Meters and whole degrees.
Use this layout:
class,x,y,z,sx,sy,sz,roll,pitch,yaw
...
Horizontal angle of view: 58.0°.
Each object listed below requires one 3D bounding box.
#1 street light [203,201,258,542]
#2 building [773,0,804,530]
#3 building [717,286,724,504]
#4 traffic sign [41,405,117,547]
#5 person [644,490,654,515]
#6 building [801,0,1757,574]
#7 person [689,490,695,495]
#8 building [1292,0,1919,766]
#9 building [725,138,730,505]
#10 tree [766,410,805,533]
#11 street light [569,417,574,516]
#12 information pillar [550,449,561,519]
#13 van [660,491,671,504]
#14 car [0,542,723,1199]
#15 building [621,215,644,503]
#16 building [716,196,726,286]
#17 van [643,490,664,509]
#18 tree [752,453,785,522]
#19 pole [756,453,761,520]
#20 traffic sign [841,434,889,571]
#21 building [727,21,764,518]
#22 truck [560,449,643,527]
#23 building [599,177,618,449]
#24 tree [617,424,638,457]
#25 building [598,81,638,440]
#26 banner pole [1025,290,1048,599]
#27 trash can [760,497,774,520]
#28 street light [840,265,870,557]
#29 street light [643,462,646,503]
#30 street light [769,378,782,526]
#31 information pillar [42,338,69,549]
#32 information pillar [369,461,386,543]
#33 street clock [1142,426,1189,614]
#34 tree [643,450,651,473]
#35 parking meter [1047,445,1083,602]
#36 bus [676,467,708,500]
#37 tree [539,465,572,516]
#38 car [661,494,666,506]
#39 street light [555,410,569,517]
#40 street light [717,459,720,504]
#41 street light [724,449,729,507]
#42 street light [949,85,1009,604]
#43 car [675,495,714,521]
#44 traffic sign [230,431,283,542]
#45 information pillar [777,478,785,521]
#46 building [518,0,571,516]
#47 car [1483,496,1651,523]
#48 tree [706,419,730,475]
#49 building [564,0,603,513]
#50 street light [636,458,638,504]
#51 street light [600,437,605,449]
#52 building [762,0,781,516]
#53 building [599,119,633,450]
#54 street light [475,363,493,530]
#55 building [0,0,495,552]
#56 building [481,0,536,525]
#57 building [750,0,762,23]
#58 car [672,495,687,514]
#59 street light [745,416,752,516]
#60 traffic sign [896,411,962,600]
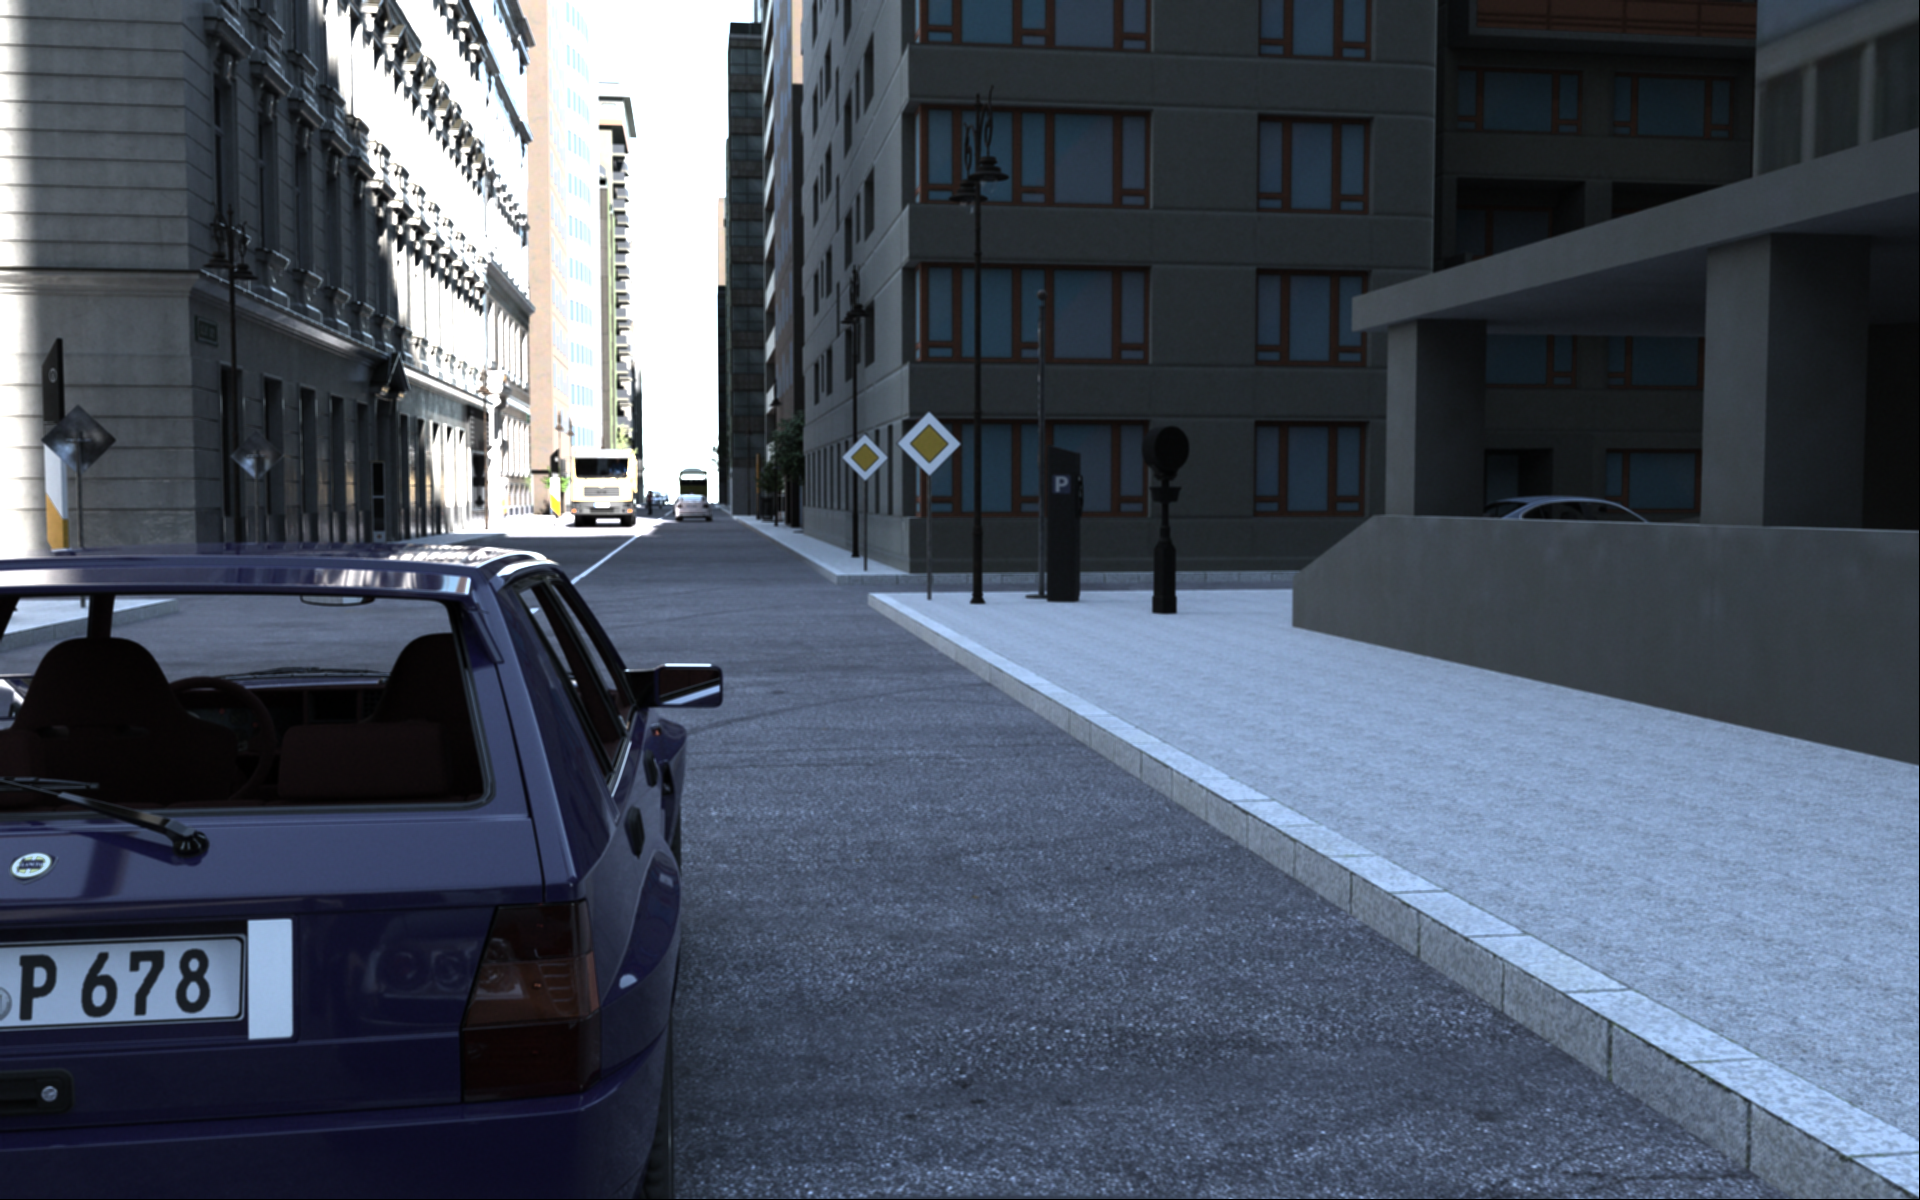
class,x,y,z,sx,sy,sz,roll,pitch,yaw
street light,-11.614,-3.360,27.727,0.468,5.910,1.993,-1,4,-9
building,-0.049,-25.525,67.451,14.600,45.320,14.200,-1,4,-9
building,-26.670,-28.688,240.749,14.160,30.474,14.107,-1,4,-9
traffic sign,-9.912,-0.971,19.520,0.795,2.450,0.064,-1,4,-9
person,-21.480,-6.751,119.597,0.721,1.743,1.217,-3,5,-43
building,11.389,-12.109,43.022,28.899,21.520,27.650,-1,4,-9
person,-18.867,-6.888,122.065,0.756,1.711,0.436,1,4,19
building,20.187,-19.525,11.120,32.217,40.220,23.993,-1,4,-9
building,-20.320,-31.751,202.723,14.154,41.232,14.086,-1,4,-9
tree,-4.785,-4.536,57.874,4.285,4.588,4.351,0,3,0
street light,-23.228,-7.992,103.462,0.468,5.910,1.993,-1,4,-9
information pillar,-20.814,-5.975,89.040,0.183,3.616,0.504,3,5,39
van,-43.591,-15.169,255.030,2.013,2.044,4.112,-1,4,-9
car,-1.540,0.515,4.162,1.945,1.354,3.894,-1,4,-9
building,-52.442,-34.409,246.176,14.154,41.232,14.086,-1,4,-9
building,-28.579,-36.954,254.313,14.600,45.320,14.200,-1,4,-9
van,-30.671,-10.171,173.299,2.013,2.044,4.112,-1,4,-10
tree,-8.762,-5.201,79.632,1.663,3.219,1.824,0,3,0
pole,-10.136,-5.702,87.067,0.158,3.312,0.155,0,3,0
traffic sign,-1.581,-1.541,28.845,0.795,2.450,0.064,-1,4,-9
building,-7.791,-20.751,110.985,14.160,30.474,14.107,-1,4,-9
truck,-15.719,-4.943,76.750,3.469,3.379,9.791,-1,4,-9
building,-40.051,-24.017,164.374,14.160,30.474,14.107,-1,4,-9
tree,-35.281,-13.953,178.497,4.737,8.622,4.395,0,3,0
building,-56.399,-38.827,224.053,28.713,52.752,27.495,-1,4,-9
banner pole,1.001,-1.928,21.539,0.401,3.779,0.863,0,4,-2
trash can,-9.554,-4.539,85.861,0.748,1.137,0.748,0,3,0
street light,-2.127,-3.810,35.084,0.468,5.910,1.993,-1,4,-9
street light,-46.104,-17.150,253.186,0.468,5.910,1.993,-1,4,-9
street light,-7.334,-5.881,68.935,0.468,5.910,1.993,-1,4,-9
information pillar,-13.676,-2.131,26.196,0.504,3.616,0.183,2,4,35
information pillar,-12.993,-2.090,38.670,0.304,2.012,0.304,-2,4,-24
street clock,2.202,-0.858,18.598,0.471,2.002,0.358,-2,4,-31
tree,-48.408,-18.901,259.386,4.360,8.622,3.978,0,3,0
parking meter,1.252,-0.914,20.663,0.399,1.863,0.255,1,4,17
bus,-24.616,-10.274,159.520,2.896,3.916,12.252,-1,4,-10
tree,-23.142,-6.443,99.937,1.663,3.219,1.824,0,3,0
car,-38.064,-12.612,218.206,2.014,1.417,4.499,-1,4,-11
street light,-21.961,-7.480,95.082,0.468,5.910,1.993,-1,4,-9
street light,-31.530,-15.566,227.290,0.468,5.910,1.993,-1,4,-9
street light,-23.979,-12.551,178.003,0.468,5.910,1.993,-1,4,-9
street light,0.207,-2.897,20.147,0.468,5.910,1.993,-1,4,-9
car,-14.166,-4.887,92.262,2.083,1.381,4.827,0,4,-7
traffic sign,-11.118,-1.454,27.414,0.795,2.450,0.064,-1,4,-9
information pillar,-8.371,-4.703,81.387,0.304,2.012,0.304,3,5,40
building,-32.045,-27.990,107.744,14.600,45.320,14.200,-1,4,-9
car,8.957,-0.795,24.994,4.499,1.417,2.014,-1,4,-9
tree,-24.183,-15.472,187.383,7.601,10.594,8.767,2,4,30
building,-38.130,-35.836,127.922,21.231,58.520,28.212,-1,4,-9
street light,-40.817,-15.072,219.207,0.468,5.910,1.993,-1,4,-9
street light,-28.201,-10.036,136.874,0.468,5.910,1.993,-1,4,-9
building,0.474,-28.739,93.583,21.300,48.544,21.600,-1,4,-9
building,-48.848,-33.172,196.983,22.147,44.769,28.867,-1,4,-9
street light,-16.746,-5.402,61.115,0.468,5.910,1.993,-1,4,-9
building,-23.416,-16.561,47.180,17.030,29.872,44.131,-1,4,-9
building,-26.971,-17.933,79.109,13.634,28.700,20.117,-1,4,-9
building,-9.762,-33.331,164.577,23.786,49.044,30.456,-1,4,-9
car,-19.829,-6.915,125.421,2.083,1.381,4.827,-1,4,-10
street light,-12.539,-7.952,102.801,0.468,5.910,1.993,-1,4,-9
traffic sign,-0.375,-1.059,20.951,0.795,2.450,0.064,-1,4,-9
